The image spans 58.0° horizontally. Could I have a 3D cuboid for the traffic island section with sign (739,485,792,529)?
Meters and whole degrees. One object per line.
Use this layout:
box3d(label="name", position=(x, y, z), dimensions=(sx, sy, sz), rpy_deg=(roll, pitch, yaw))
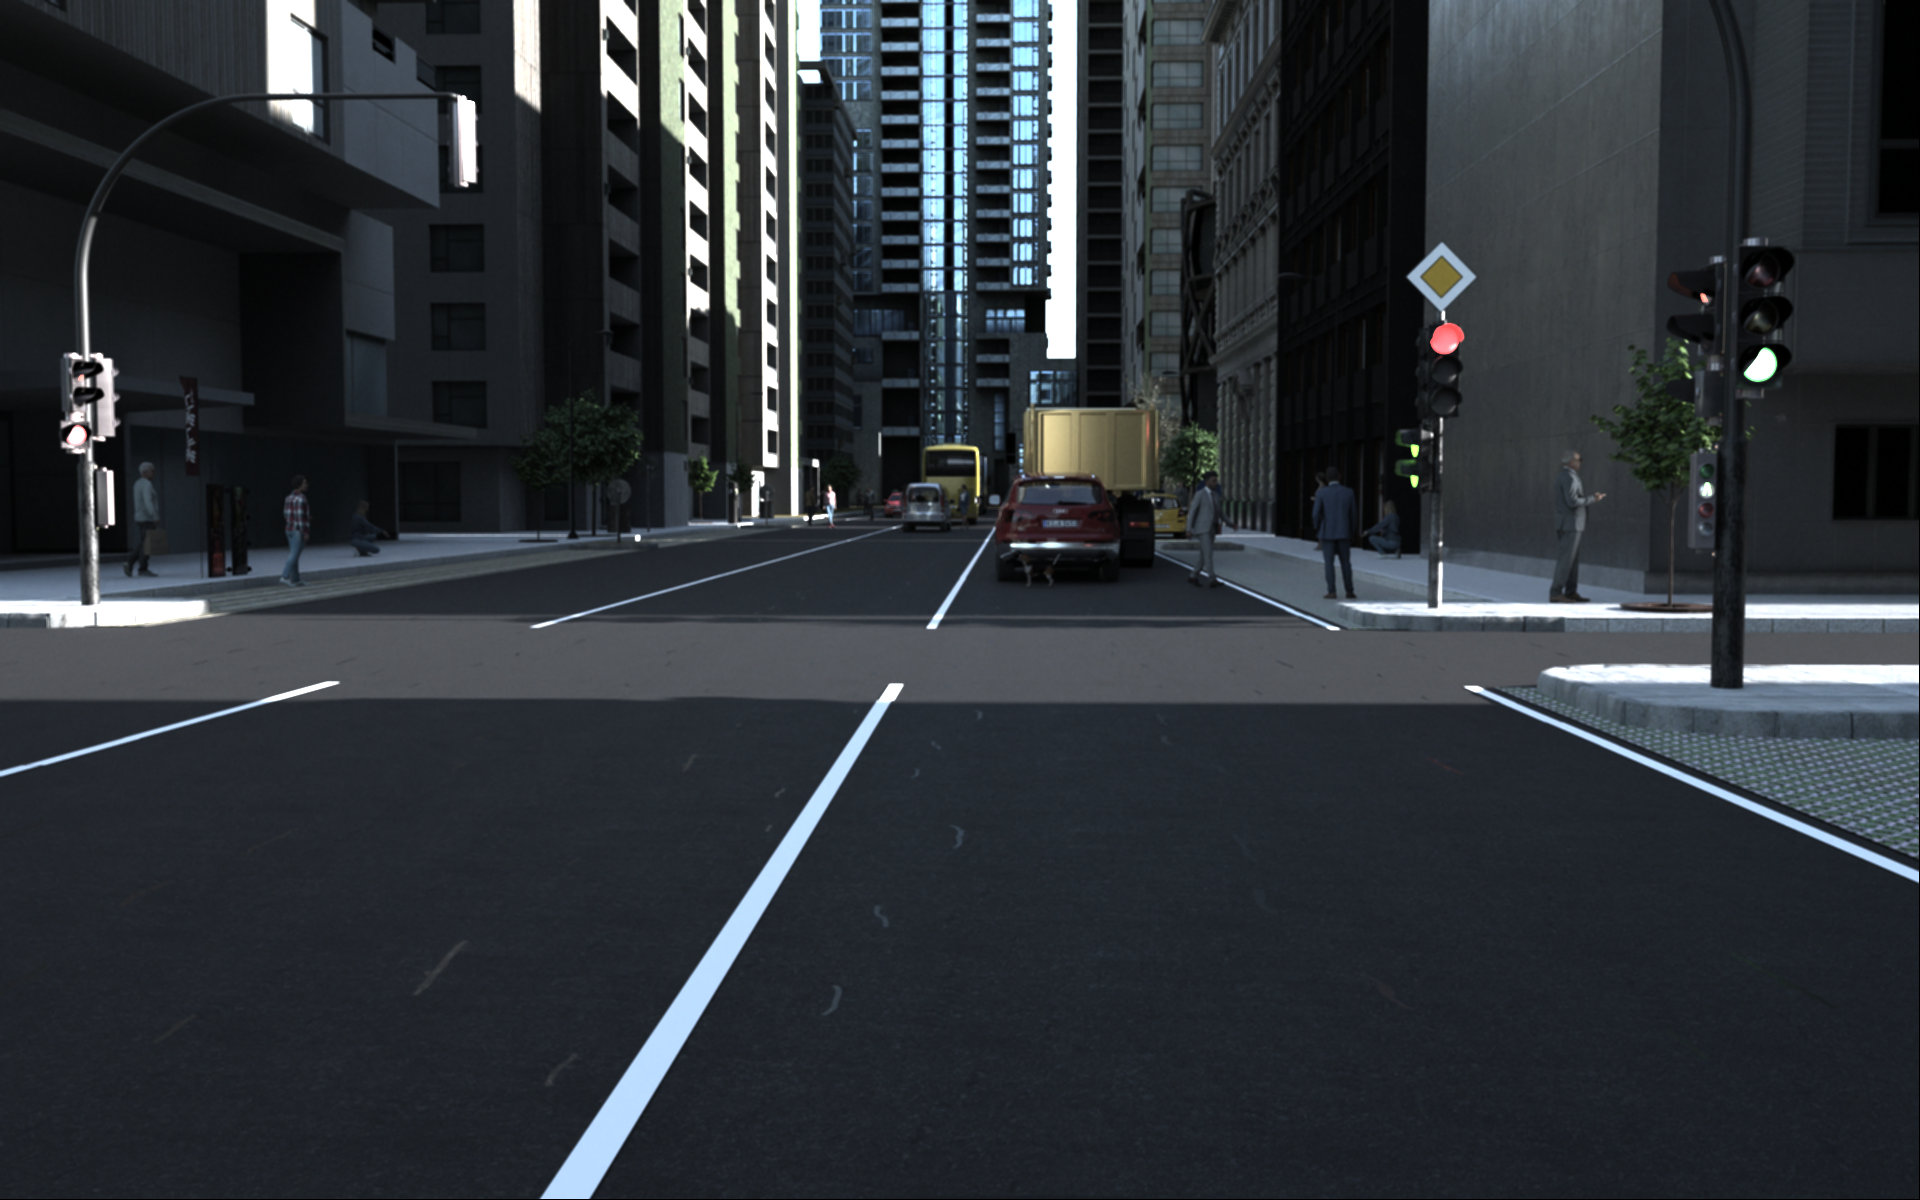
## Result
box3d(label="traffic island section with sign", position=(-8.035, -3.873, 71.944), dimensions=(1.989, 1.847, 2.006), rpy_deg=(0, 4, 2))

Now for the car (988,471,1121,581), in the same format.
box3d(label="car", position=(1.631, -1.309, 30.074), dimensions=(2.281, 1.827, 5.304), rpy_deg=(0, 4, 1))

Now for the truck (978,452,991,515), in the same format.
box3d(label="truck", position=(0.579, -8.111, 121.531), dimensions=(2.839, 4.237, 11.283), rpy_deg=(0, 4, 3))

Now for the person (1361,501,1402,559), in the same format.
box3d(label="person", position=(8.374, -1.399, 34.421), dimensions=(1.012, 1.151, 0.738), rpy_deg=(-3, 5, -41))

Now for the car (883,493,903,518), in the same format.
box3d(label="car", position=(-3.546, -5.877, 105.133), dimensions=(2.155, 1.783, 4.494), rpy_deg=(0, 4, 3))

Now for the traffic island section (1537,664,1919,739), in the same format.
box3d(label="traffic island section", position=(5.108, 0.658, 11.527), dimensions=(2.009, 0.180, 2.903), rpy_deg=(0, 4, 2))

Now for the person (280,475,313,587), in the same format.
box3d(label="person", position=(-10.306, -1.070, 26.838), dimensions=(0.643, 1.720, 0.563), rpy_deg=(-3, 5, -42))

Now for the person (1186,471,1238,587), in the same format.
box3d(label="person", position=(3.813, -1.097, 26.708), dimensions=(0.678, 1.792, 0.850), rpy_deg=(-3, 5, -42))

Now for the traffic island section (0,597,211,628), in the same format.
box3d(label="traffic island section", position=(-10.064, 0.139, 20.016), dimensions=(2.009, 0.180, 2.903), rpy_deg=(0, 4, 2))

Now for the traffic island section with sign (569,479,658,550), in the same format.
box3d(label="traffic island section with sign", position=(-8.923, -2.222, 44.960), dimensions=(1.989, 1.847, 2.006), rpy_deg=(0, 4, 2))

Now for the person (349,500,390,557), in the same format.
box3d(label="person", position=(-12.218, -1.475, 35.664), dimensions=(0.738, 1.151, 1.012), rpy_deg=(-2, 4, -29))

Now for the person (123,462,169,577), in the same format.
box3d(label="person", position=(-12.535, -1.230, 26.638), dimensions=(0.515, 1.767, 0.782), rpy_deg=(-3, 5, -42))

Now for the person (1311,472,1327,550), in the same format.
box3d(label="person", position=(8.178, -2.020, 39.415), dimensions=(0.374, 1.781, 0.599), rpy_deg=(1, 4, 21))

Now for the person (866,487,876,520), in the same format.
box3d(label="person", position=(-4.855, -5.256, 94.610), dimensions=(0.473, 1.802, 0.592), rpy_deg=(-1, 4, -23))

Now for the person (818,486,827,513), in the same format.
box3d(label="person", position=(-8.980, -6.697, 115.545), dimensions=(1.348, 1.823, 0.705), rpy_deg=(-3, 5, -42))

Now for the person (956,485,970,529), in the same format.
box3d(label="person", position=(0.209, -3.857, 71.581), dimensions=(0.654, 1.822, 0.581), rpy_deg=(-3, 5, -41))

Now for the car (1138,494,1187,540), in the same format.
box3d(label="car", position=(6.332, -2.783, 55.719), dimensions=(2.015, 1.641, 3.980), rpy_deg=(0, 4, 3))

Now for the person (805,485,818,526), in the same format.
box3d(label="person", position=(-6.711, -4.260, 78.066), dimensions=(0.656, 1.842, 0.836), rpy_deg=(0, 4, 6))

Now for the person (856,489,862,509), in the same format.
box3d(label="person", position=(-8.792, -8.836, 151.047), dimensions=(0.617, 1.759, 0.750), rpy_deg=(-1, 4, -8))

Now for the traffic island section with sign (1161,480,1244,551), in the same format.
box3d(label="traffic island section with sign", position=(6.201, -2.194, 44.498), dimensions=(1.989, 1.847, 2.006), rpy_deg=(0, 4, 2))

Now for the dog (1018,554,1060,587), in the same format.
box3d(label="dog", position=(1.223, -0.456, 26.748), dimensions=(0.540, 0.507, 0.406), rpy_deg=(-3, 5, -42))

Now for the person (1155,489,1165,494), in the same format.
box3d(label="person", position=(10.184, -5.019, 88.291), dimensions=(0.721, 1.800, 0.419), rpy_deg=(-2, 4, -32))

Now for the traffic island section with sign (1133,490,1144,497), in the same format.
box3d(label="traffic island section with sign", position=(7.078, -3.842, 71.439), dimensions=(1.989, 1.847, 2.006), rpy_deg=(0, 4, 2))

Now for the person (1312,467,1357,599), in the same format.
box3d(label="person", position=(5.132, -0.912, 23.592), dimensions=(0.721, 1.800, 0.419), rpy_deg=(-1, 4, -9))

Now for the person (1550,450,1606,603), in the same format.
box3d(label="person", position=(7.265, -0.868, 20.411), dimensions=(0.590, 1.801, 0.661), rpy_deg=(1, 4, 9))

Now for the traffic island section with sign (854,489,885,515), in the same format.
box3d(label="traffic island section with sign", position=(-6.376, -6.937, 122.053), dimensions=(1.989, 1.847, 2.006), rpy_deg=(0, 4, 2))

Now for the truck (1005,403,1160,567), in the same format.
box3d(label="truck", position=(2.677, -2.552, 37.653), dimensions=(3.469, 3.379, 9.791), rpy_deg=(0, 4, 2))

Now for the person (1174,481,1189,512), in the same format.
box3d(label="person", position=(9.010, -3.954, 70.794), dimensions=(0.694, 1.812, 0.767), rpy_deg=(0, 4, 8))

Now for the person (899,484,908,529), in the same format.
box3d(label="person", position=(-2.184, -3.772, 70.174), dimensions=(0.555, 1.821, 0.388), rpy_deg=(-1, 4, -13))

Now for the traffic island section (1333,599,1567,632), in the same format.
box3d(label="traffic island section", position=(5.369, 0.170, 19.508), dimensions=(2.009, 0.180, 2.903), rpy_deg=(0, 4, 2))

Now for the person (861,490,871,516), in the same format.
box3d(label="person", position=(-6.100, -6.301, 112.330), dimensions=(0.445, 1.727, 0.742), rpy_deg=(3, 4, 36))

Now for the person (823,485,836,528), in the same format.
box3d(label="person", position=(-5.522, -3.950, 73.089), dimensions=(0.555, 1.821, 0.388), rpy_deg=(-2, 4, -28))

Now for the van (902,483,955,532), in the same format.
box3d(label="van", position=(-1.248, -3.650, 66.697), dimensions=(2.013, 2.044, 4.112), rpy_deg=(0, 4, 3))

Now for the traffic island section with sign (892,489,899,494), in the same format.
box3d(label="traffic island section with sign", position=(-5.509, -8.585, 148.994), dimensions=(1.989, 1.847, 2.006), rpy_deg=(0, 4, 2))
